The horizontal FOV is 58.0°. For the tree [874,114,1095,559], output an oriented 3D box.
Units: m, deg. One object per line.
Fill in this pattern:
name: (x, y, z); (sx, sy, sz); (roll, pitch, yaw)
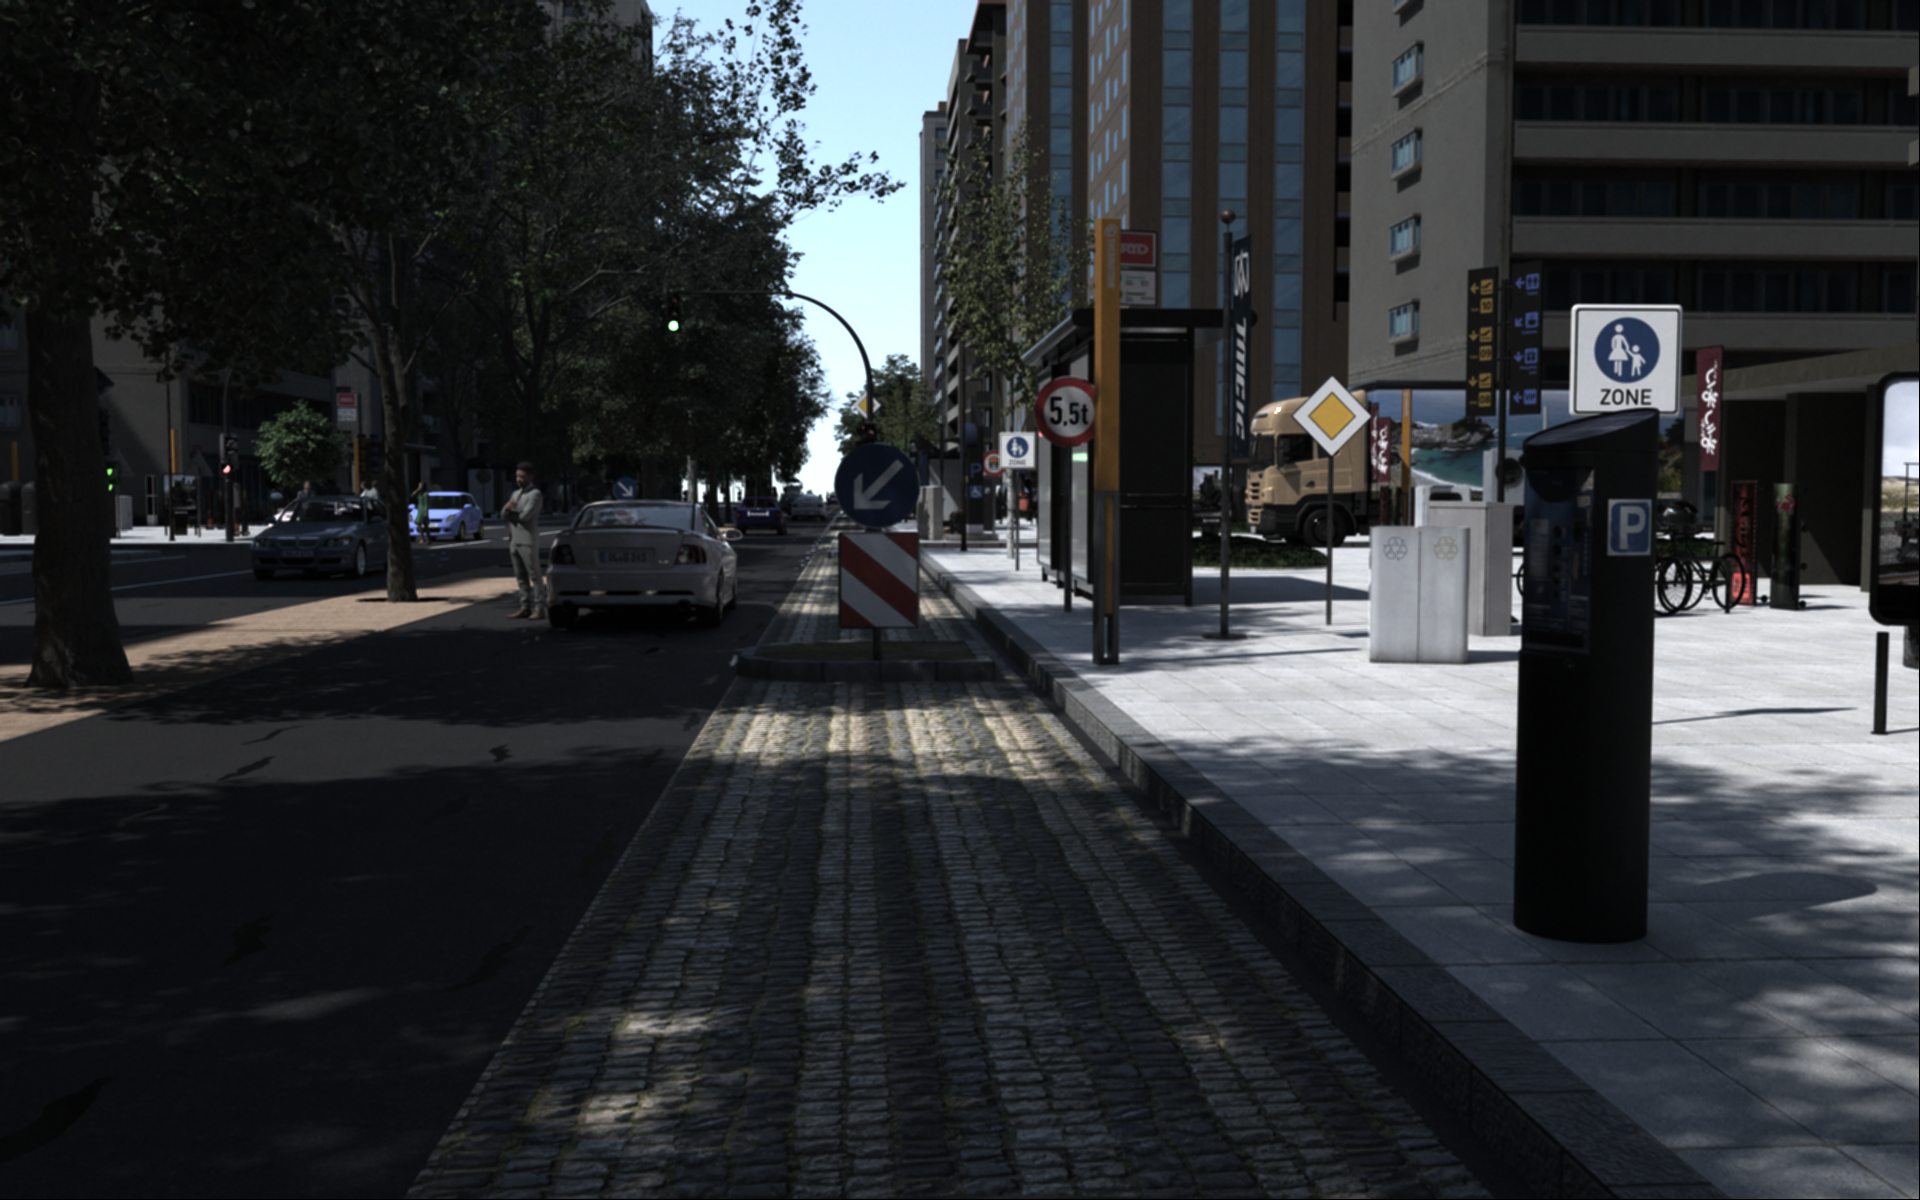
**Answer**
tree: (1.162, -5.110, 33.916); (4.737, 8.622, 4.395); (0, 3, 0)

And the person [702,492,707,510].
person: (-22.414, -8.663, 151.616); (0.415, 1.643, 0.593); (-3, 4, -36)

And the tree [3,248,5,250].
tree: (-20.171, -6.763, 28.710); (7.486, 12.596, 7.792); (0, 3, 0)

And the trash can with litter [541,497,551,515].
trash can with litter: (-25.171, -5.765, 105.641); (0.624, 1.170, 1.055); (1, 4, 16)

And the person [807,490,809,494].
person: (-15.127, -10.053, 172.883); (1.348, 1.822, 0.705); (3, 5, 39)

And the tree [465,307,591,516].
tree: (-25.453, -11.260, 102.235); (7.486, 12.596, 7.792); (0, 3, 0)

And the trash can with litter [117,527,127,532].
trash can with litter: (-28.846, -2.885, 58.229); (1.678, 1.210, 2.233); (1, 4, 23)

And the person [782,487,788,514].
person: (-9.770, -5.368, 96.282); (0.388, 1.821, 0.555); (-1, 4, -19)

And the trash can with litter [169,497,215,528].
trash can with litter: (-28.542, -3.328, 65.466); (2.233, 1.210, 1.678); (0, 4, 2)

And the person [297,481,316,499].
person: (-18.783, -2.523, 49.847); (0.767, 1.812, 0.694); (3, 5, 43)

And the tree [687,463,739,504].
tree: (-34.449, -19.365, 234.750); (7.486, 12.596, 7.792); (0, 3, 0)

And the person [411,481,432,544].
person: (-15.254, -2.479, 49.287); (0.600, 1.795, 0.529); (3, 5, 39)

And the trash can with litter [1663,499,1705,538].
trash can with litter: (16.384, -1.687, 38.965); (1.055, 1.170, 0.624); (-2, 4, -34)

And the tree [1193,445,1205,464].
tree: (9.162, -4.500, 68.183); (1.663, 3.219, 1.824); (0, 3, 0)

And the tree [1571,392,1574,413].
tree: (3.596, -4.623, 1.340); (9.928, 11.665, 9.643); (0, 3, 0)

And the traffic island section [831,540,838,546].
traffic island section: (-2.505, -1.523, 47.178); (2.009, 0.180, 2.903); (0, 4, -4)

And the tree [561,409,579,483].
tree: (-27.110, -13.413, 136.308); (9.611, 12.733, 9.660); (0, 3, 0)

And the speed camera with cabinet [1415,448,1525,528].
speed camera with cabinet: (10.178, -2.462, 34.583); (2.038, 3.252, 0.660); (0, 4, -1)

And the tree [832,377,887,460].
tree: (-8.935, -16.993, 184.484); (9.857, 13.997, 8.962); (0, 3, 0)

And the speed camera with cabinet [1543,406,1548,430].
speed camera with cabinet: (13.880, -2.749, 39.286); (2.038, 3.252, 0.660); (0, 4, 0)

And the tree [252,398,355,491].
tree: (-22.412, -4.597, 58.871); (4.285, 4.588, 4.351); (0, 3, 0)

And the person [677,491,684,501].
person: (-24.539, -8.733, 151.999); (0.721, 1.736, 1.217); (-3, 5, -40)

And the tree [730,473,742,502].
tree: (-35.919, -19.820, 274.426); (4.737, 8.622, 4.395); (0, 3, 0)

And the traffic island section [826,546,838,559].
traffic island section: (-2.011, -1.035, 39.208); (2.009, 0.180, 2.903); (0, 4, -4)

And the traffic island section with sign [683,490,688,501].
traffic island section with sign: (-27.321, -10.048, 172.910); (1.989, 1.847, 2.006); (0, 4, -4)

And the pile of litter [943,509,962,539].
pile of litter: (-0.346, -2.221, 50.279); (1.176, 0.858, 1.719); (1, 4, 21)

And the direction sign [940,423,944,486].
direction sign: (-0.582, -3.885, 55.519); (0.379, 3.537, 0.876); (0, 4, 6)

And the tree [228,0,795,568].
tree: (-8.468, -7.393, 33.699); (12.009, 13.543, 11.850); (0, 3, 0)

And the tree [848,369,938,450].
tree: (-5.000, -11.892, 128.850); (7.601, 10.594, 8.767); (0, 4, 8)

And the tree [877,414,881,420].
tree: (-6.032, -12.273, 151.027); (4.360, 8.622, 3.978); (0, 3, 0)

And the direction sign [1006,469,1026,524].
direction sign: (2.362, -4.967, 73.212); (0.876, 3.537, 0.379); (-1, 4, -13)

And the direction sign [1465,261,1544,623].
direction sign: (5.393, -1.544, 17.239); (0.379, 3.537, 0.876); (-2, 4, -35)

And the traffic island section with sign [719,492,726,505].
traffic island section with sign: (-30.750, -13.436, 228.301); (1.989, 1.847, 2.006); (0, 4, -4)

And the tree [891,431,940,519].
tree: (-2.320, -6.504, 90.052); (4.285, 4.588, 4.351); (0, 3, 0)

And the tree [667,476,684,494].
tree: (-30.314, -11.559, 183.598); (1.663, 3.219, 1.824); (0, 3, 0)

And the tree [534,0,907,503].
tree: (-8.666, -12.522, 63.085); (12.611, 20.169, 13.585); (0, 3, 0)

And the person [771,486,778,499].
person: (-9.338, -4.793, 86.873); (0.388, 1.821, 0.555); (2, 4, 26)

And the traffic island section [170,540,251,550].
traffic island section: (-19.464, -1.459, 46.137); (2.009, 0.180, 2.903); (0, 4, -4)

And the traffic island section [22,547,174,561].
traffic island section: (-18.971, -0.972, 38.167); (2.009, 0.180, 2.903); (0, 4, -4)

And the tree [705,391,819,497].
tree: (-12.884, -10.508, 108.670); (8.767, 10.594, 7.601); (0, 4, -4)

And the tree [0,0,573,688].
tree: (-6.586, -6.323, 12.497); (9.857, 13.997, 8.962); (0, 3, 0)

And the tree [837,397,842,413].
tree: (-11.532, -10.567, 85.593); (12.009, 13.543, 11.850); (0, 3, 0)

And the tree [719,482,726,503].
tree: (-34.788, -15.863, 253.955); (1.663, 3.219, 1.824); (0, 3, 0)

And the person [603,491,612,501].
person: (-21.352, -5.794, 105.041); (0.589, 1.601, 0.330); (0, 4, -3)

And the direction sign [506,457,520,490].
direction sign: (-27.590, -7.035, 107.016); (0.876, 3.537, 0.379); (0, 4, 2)

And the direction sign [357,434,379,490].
direction sign: (-22.427, -4.508, 65.699); (0.379, 3.537, 0.876); (3, 5, 40)

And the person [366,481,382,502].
person: (-16.687, -2.498, 49.435); (0.635, 1.810, 0.391); (2, 4, 32)

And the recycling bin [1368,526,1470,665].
recycling bin: (3.542, -0.052, 13.409); (0.722, 1.027, 0.722); (1, 4, 12)

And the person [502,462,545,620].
person: (-5.020, -0.681, 19.811); (0.511, 1.800, 0.466); (2, 4, 29)

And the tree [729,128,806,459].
tree: (-9.031, -8.644, 50.441); (9.857, 13.997, 8.962); (0, 3, 0)

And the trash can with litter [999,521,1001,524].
trash can with litter: (1.336, -3.986, 76.230); (1.678, 1.210, 2.233); (0, 4, 7)

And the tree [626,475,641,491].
tree: (-28.909, -9.704, 153.257); (1.663, 3.219, 1.824); (0, 3, 0)

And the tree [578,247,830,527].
tree: (-10.645, -9.476, 74.403); (9.611, 12.733, 9.660); (0, 3, 0)

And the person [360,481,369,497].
person: (-18.200, -2.733, 53.200); (0.654, 1.822, 0.581); (-2, 4, -27)

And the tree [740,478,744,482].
tree: (-35.566, -21.236, 265.341); (7.486, 12.596, 7.792); (0, 3, 0)

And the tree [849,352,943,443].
tree: (-4.797, -13.505, 138.927); (7.486, 12.596, 7.792); (0, 3, 0)
